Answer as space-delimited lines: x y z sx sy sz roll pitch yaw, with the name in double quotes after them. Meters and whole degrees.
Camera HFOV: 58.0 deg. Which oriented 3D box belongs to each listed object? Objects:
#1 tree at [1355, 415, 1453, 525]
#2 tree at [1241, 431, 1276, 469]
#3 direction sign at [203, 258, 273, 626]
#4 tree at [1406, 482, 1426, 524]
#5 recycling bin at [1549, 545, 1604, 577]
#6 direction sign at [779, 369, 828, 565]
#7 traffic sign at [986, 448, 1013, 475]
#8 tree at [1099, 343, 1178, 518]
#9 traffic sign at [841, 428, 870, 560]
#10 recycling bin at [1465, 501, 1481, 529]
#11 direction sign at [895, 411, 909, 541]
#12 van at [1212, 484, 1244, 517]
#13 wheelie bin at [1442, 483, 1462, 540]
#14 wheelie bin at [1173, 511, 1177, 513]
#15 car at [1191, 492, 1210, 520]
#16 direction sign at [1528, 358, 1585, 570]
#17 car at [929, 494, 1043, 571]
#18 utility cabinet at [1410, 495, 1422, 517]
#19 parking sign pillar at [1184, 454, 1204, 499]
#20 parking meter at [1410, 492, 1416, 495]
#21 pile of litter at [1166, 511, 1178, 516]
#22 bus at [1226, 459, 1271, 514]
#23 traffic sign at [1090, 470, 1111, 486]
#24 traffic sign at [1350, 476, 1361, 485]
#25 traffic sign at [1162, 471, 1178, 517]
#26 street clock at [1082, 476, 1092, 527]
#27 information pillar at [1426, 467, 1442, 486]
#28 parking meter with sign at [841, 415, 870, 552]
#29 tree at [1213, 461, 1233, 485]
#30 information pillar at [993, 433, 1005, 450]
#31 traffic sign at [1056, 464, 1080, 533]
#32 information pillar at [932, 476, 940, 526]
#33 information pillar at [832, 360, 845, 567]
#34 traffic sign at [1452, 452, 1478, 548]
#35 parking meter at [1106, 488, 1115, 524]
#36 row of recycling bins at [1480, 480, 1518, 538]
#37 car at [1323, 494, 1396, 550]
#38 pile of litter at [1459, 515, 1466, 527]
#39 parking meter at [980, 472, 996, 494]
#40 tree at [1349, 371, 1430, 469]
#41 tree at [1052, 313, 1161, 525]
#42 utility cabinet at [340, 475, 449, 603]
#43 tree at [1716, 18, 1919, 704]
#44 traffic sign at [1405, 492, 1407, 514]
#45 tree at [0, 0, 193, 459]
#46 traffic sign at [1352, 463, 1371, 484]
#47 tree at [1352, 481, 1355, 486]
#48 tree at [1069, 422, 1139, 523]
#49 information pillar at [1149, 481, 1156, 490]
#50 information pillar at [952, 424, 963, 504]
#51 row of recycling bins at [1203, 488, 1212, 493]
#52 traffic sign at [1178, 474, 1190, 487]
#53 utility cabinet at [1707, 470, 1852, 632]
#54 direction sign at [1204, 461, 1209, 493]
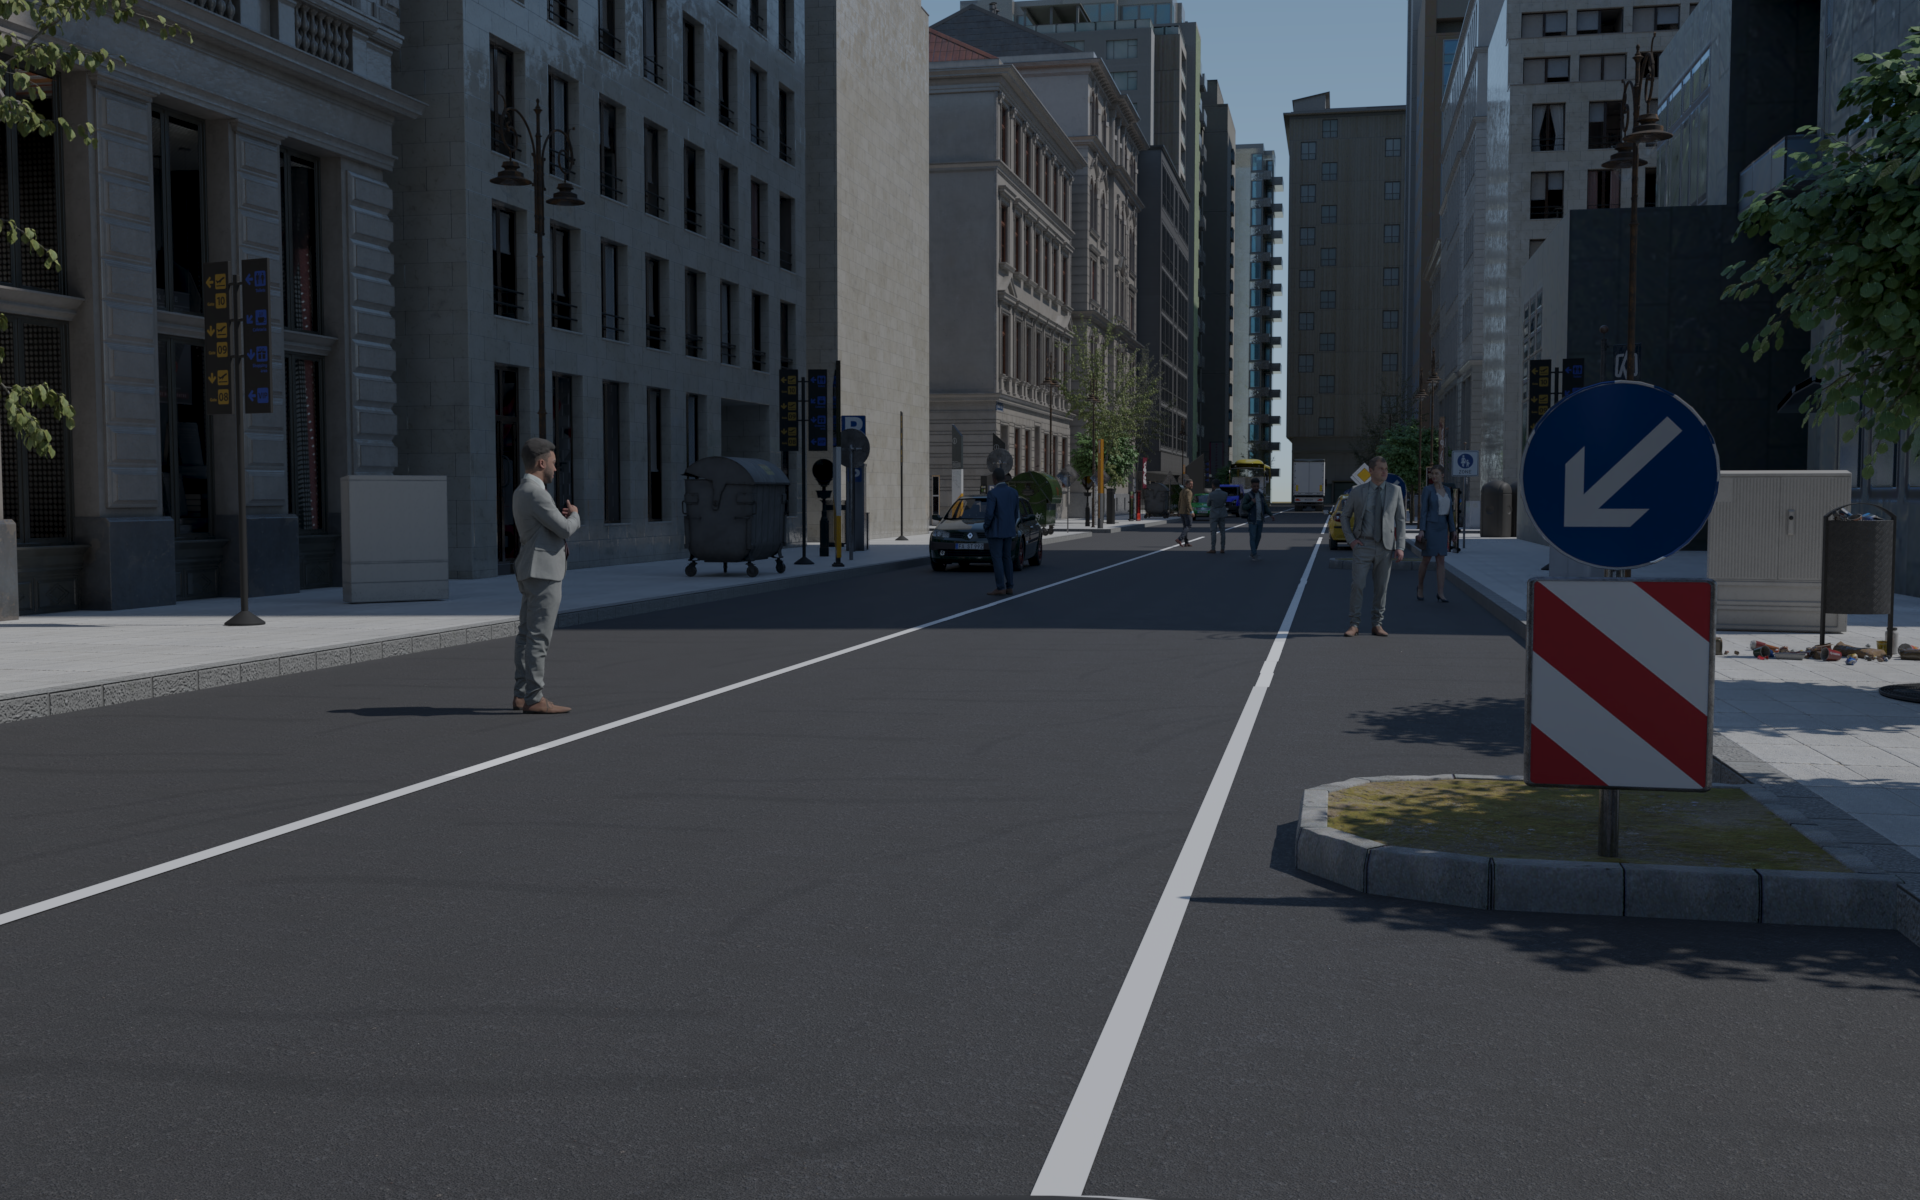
18.680 -5.372 71.547 4.285 4.588 4.351 0 3 0 "tree"
34.375 -15.271 200.047 4.360 8.622 3.978 0 3 0 "tree"
-7.014 -1.522 16.881 0.876 3.537 0.379 2 4 26 "direction sign"
19.735 -4.915 74.966 1.663 3.219 1.824 0 3 0 "tree"
8.872 -0.735 24.566 0.722 1.027 0.722 -2 4 -31 "recycling bin"
-2.844 -2.416 31.505 0.876 3.537 0.379 0 4 3 "direction sign"
1.105 -2.953 48.389 0.768 2.556 0.104 1 4 13 "traffic sign"
8.613 -8.252 85.279 4.360 8.622 3.978 0 3 0 "tree"
-2.115 -2.047 33.581 0.768 2.556 0.104 1 4 18 "traffic sign"
19.237 -3.169 64.368 0.722 1.027 0.722 0 4 3 "recycling bin"
-1.608 -3.410 47.756 0.379 3.537 0.876 0 4 1 "direction sign"
16.733 -6.365 108.448 2.240 2.365 5.245 1 4 13 "van"
13.474 -2.473 48.348 0.980 1.594 0.693 -1 4 -11 "wheelie bin"
14.604 -6.713 117.658 0.980 1.594 0.693 1 4 23 "wheelie bin"
13.405 -5.238 94.437 1.959 1.807 4.718 1 4 12 "car"
9.996 -2.269 29.102 0.876 3.537 0.379 2 4 30 "direction sign"
0.545 -1.455 33.573 2.009 1.686 4.222 1 4 10 "car"
26.024 -5.314 98.038 1.020 1.237 0.306 0 4 -7 "utility cabinet"
15.603 -7.785 115.755 1.447 3.967 1.447 -1 4 -20 "parking sign pillar"
26.313 -5.636 100.564 0.372 1.533 0.369 0 3 0 "parking meter"
12.146 -5.292 100.492 1.176 0.858 1.719 2 4 24 "pile of litter"
21.057 -8.199 125.593 2.896 3.916 12.252 1 4 12 "bus"
5.277 -3.760 65.123 0.795 2.450 0.064 1 4 12 "traffic sign"
14.598 -3.635 63.075 0.795 2.450 0.064 1 4 12 "traffic sign"
11.609 -5.861 95.830 0.884 2.594 0.081 1 4 16 "traffic sign"
5.039 -3.902 68.368 0.471 2.002 0.358 0 3 0 "street clock"
12.661 -2.557 46.301 0.304 2.012 0.304 -3 5 -39 "information pillar"
-2.327 -2.628 39.232 0.543 3.016 1.738 0 4 2 "parking meter with sign"
26.480 -11.356 169.380 4.285 4.588 4.351 0 3 0 "tree"
1.466 -4.545 65.662 0.504 3.616 0.183 0 4 7 "information pillar"
3.574 -3.283 57.321 0.795 2.450 0.064 1 4 12 "traffic sign"
-0.970 -3.963 69.286 0.304 2.012 0.304 0 4 -1 "information pillar"
-2.171 -2.400 30.591 0.183 3.616 0.504 -1 4 -11 "information pillar"
11.901 -2.368 40.844 0.606 2.300 0.079 1 4 17 "traffic sign"
6.417 -3.994 73.710 0.372 1.533 0.369 0 3 0 "parking meter"
17.122 -2.734 51.812 3.534 1.692 1.069 -2 4 -25 "row of recycling bins"
10.591 -2.167 45.647 2.015 1.641 3.980 1 4 11 "car"
19.213 -3.253 67.153 1.176 0.858 1.719 -2 4 -34 "pile of litter"
0.746 -2.449 45.748 0.399 1.863 0.255 -3 5 -39 "parking meter"
25.686 -9.318 102.713 4.360 8.622 3.978 0 3 0 "tree"
5.806 -7.376 70.955 4.737 8.622 4.395 0 3 0 "tree"
-6.712 -0.728 20.577 1.173 1.500 0.318 -3 4 -38 "utility cabinet"
6.521 -1.653 10.748 4.285 4.588 4.351 0 3 0 "tree"
21.417 -5.080 83.171 0.768 2.556 0.104 1 4 15 "traffic sign"
-6.901 -3.672 10.396 4.737 8.622 4.395 0 3 0 "tree"
12.895 -3.158 55.273 0.795 2.450 0.064 1 4 12 "traffic sign"
21.155 -5.923 80.548 4.285 4.588 4.351 0 3 0 "tree"
6.295 -5.665 76.341 4.285 4.588 4.351 0 3 0 "tree"
11.021 -5.788 99.130 0.304 2.012 0.304 0 4 -6 "information pillar"
-0.092 -4.074 57.963 0.183 3.616 0.504 -3 5 -42 "information pillar"
17.653 -7.127 123.643 1.069 1.692 3.534 1 4 15 "row of recycling bins"
14.038 -6.644 108.727 0.768 2.556 0.104 1 4 21 "traffic sign"
7.604 -0.455 16.120 1.173 1.500 0.318 1 4 20 "utility cabinet"
16.767 -7.766 118.963 0.379 3.537 0.876 -3 5 -42 "direction sign"
